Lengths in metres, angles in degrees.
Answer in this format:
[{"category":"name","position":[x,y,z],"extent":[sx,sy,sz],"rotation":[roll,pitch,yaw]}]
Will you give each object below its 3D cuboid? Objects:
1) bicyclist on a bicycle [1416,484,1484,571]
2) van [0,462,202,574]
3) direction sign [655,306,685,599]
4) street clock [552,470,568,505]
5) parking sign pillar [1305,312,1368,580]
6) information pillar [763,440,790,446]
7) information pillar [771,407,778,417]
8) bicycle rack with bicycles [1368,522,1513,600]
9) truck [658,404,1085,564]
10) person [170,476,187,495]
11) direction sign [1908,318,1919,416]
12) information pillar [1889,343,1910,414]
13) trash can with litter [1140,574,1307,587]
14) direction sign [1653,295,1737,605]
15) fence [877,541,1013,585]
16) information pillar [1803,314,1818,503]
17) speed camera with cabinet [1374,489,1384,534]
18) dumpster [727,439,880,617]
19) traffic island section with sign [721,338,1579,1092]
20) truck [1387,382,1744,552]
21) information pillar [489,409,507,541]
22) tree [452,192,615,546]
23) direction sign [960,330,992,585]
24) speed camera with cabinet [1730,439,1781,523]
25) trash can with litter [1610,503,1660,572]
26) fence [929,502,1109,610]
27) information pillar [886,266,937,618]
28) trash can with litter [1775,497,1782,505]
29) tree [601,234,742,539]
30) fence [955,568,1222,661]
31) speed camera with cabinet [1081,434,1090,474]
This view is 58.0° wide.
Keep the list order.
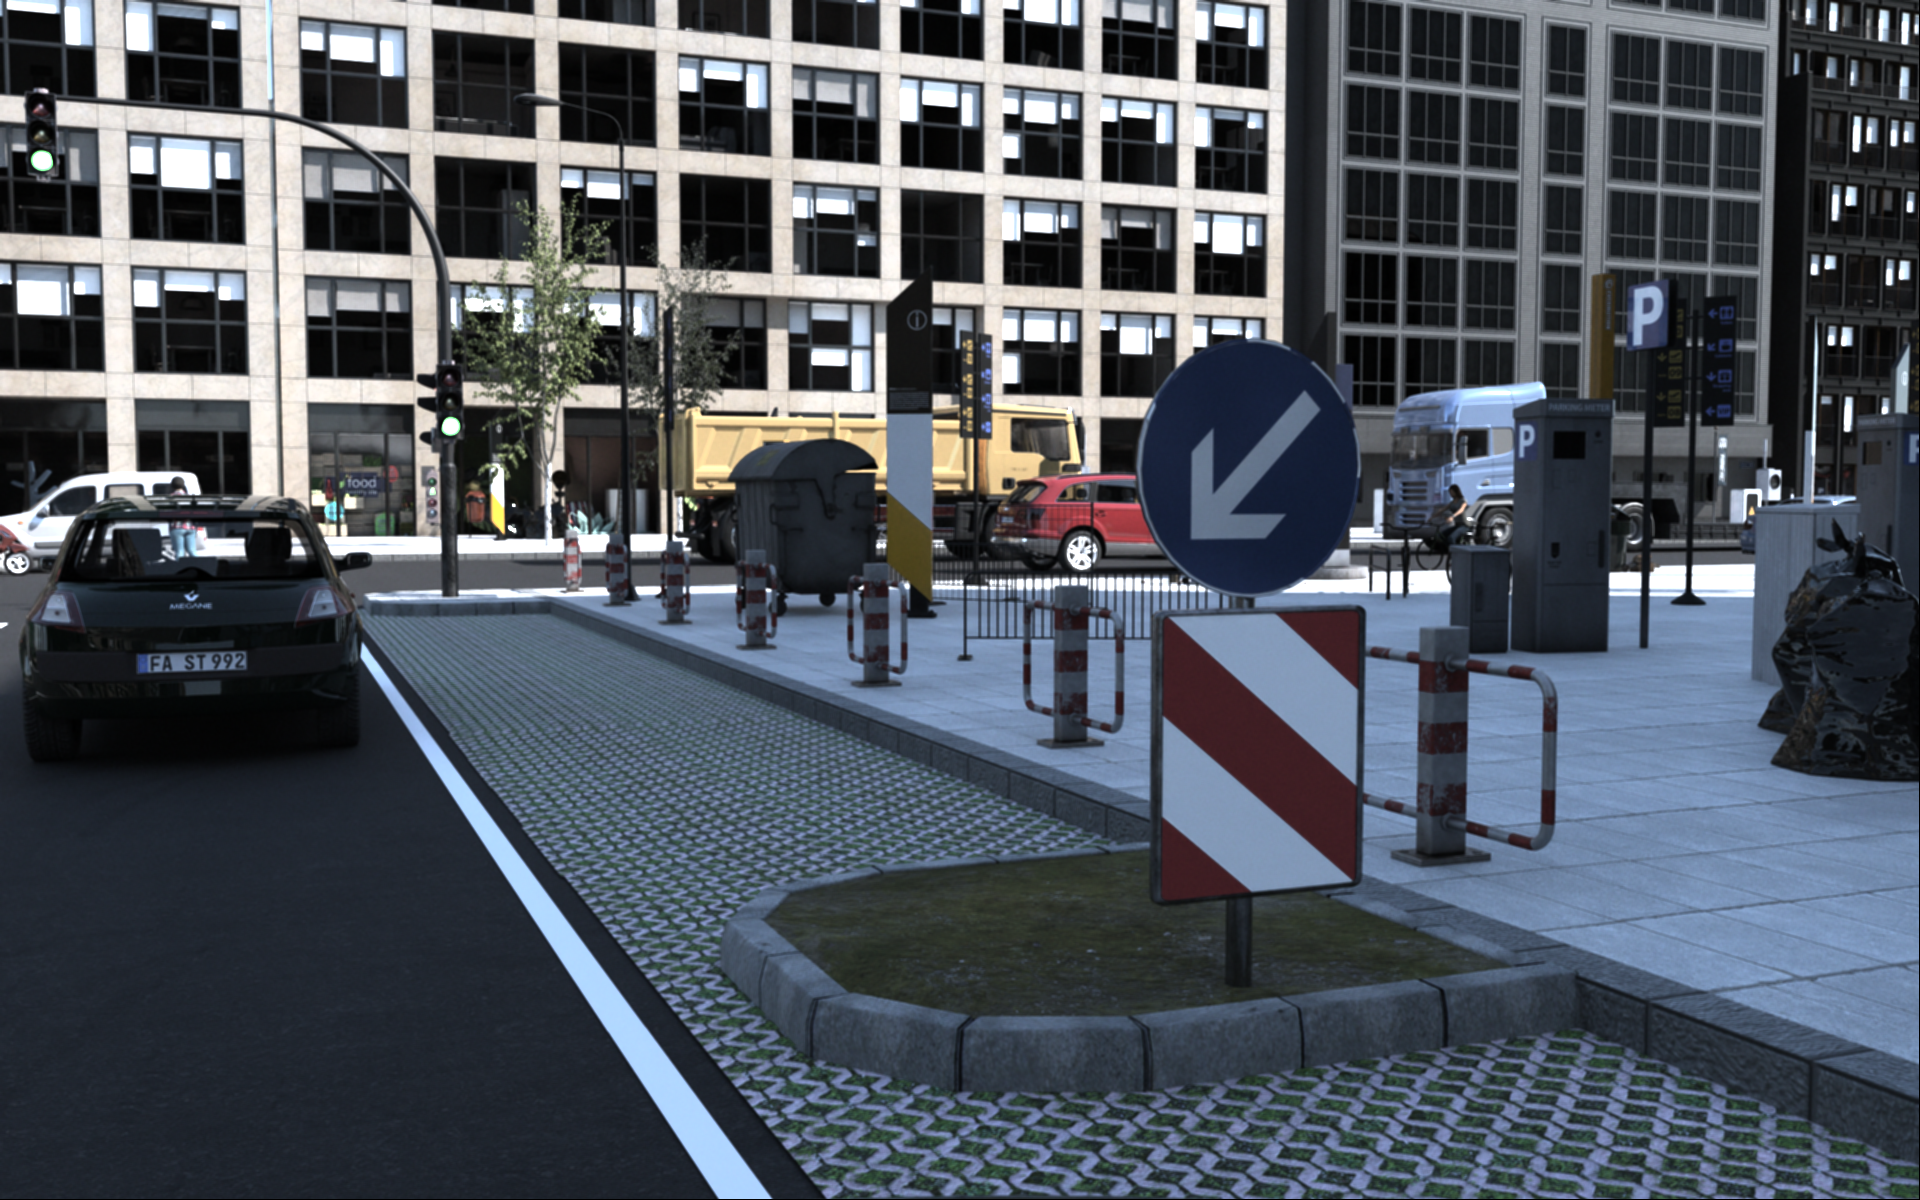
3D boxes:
[{"category":"bicyclist on a bicycle","position":[9.197,-1.367,32.376],"extent":[1.625,1.676,1.499],"rotation":[-1,4,-22]},{"category":"van","position":[-16.205,-1.540,32.184],"extent":[4.112,2.044,2.013],"rotation":[-2,4,-24]},{"category":"direction sign","position":[-3.583,-1.795,21.340],"extent":[0.379,3.537,0.876],"rotation":[-1,4,-15]},{"category":"street clock","position":[-12.127,-2.933,52.520],"extent":[0.471,2.002,0.358],"rotation":[-1,4,-17]},{"category":"parking sign pillar","position":[5.505,-2.319,26.386],"extent":[1.447,3.967,1.447],"rotation":[-1,4,-11]},{"category":"information pillar","position":[-2.519,-1.181,23.804],"extent":[0.304,2.012,0.304],"rotation":[1,4,9]},{"category":"information pillar","position":[-5.018,-3.380,46.612],"extent":[0.183,3.616,0.504],"rotation":[1,4,17]},{"category":"bicycle rack with bicycles","position":[6.324,-0.522,21.911],"extent":[2.852,0.926,2.925],"rotation":[0,4,8]},{"category":"truck","position":[-1.373,-2.523,37.176],"extent":[9.791,3.379,3.469],"rotation":[-1,4,-23]},{"category":"person","position":[-12.419,-1.122,27.688],"extent":[0.643,1.720,0.563],"rotation":[2,4,32]},{"category":"direction sign","position":[12.358,-1.847,22.190],"extent":[0.379,3.537,0.876],"rotation":[0,4,3]},{"category":"information pillar","position":[14.519,-2.170,26.826],"extent":[0.504,3.616,0.183],"rotation":[-3,5,-41]},{"category":"trash can with litter","position":[3.682,-0.834,24.691],"extent":[2.233,1.210,1.678],"rotation":[2,4,31]},{"category":"direction sign","position":[8.481,-1.717,20.063],"extent":[0.876,3.537,0.379],"rotation":[2,4,34]},{"category":"fence","position":[-0.230,-0.371,21.440],"extent":[2.069,0.683,0.278],"rotation":[2,4,29]},{"category":"information pillar","position":[11.193,-1.924,22.818],"extent":[0.183,3.616,0.504],"rotation":[2,4,30]},{"category":"speed camera with cabinet","position":[14.483,-3.813,56.673],"extent":[2.038,3.252,0.660],"rotation":[-2,4,-32]},{"category":"dumpster","position":[-1.694,-0.803,18.895],"extent":[1.264,1.857,1.865],"rotation":[-1,4,-22]},{"category":"traffic island section with sign","position":[0.365,0.215,5.113],"extent":[1.989,1.847,2.006],"rotation":[-1,4,-22]},{"category":"truck","position":[18.985,-3.348,44.495],"extent":[18.799,4.110,2.967],"rotation":[-1,4,-20]},{"category":"information pillar","position":[-12.649,-3.422,47.310],"extent":[0.183,3.616,0.504],"rotation":[2,4,24]},{"category":"tree","position":[-10.257,-5.629,42.399],"extent":[4.737,8.622,4.395],"rotation":[0,3,0]},{"category":"direction sign","position":[0.226,-1.980,24.366],"extent":[0.379,3.537,0.876],"rotation":[2,4,29]},{"category":"speed camera with cabinet","position":[28.539,-4.144,62.086],"extent":[2.038,3.252,0.660],"rotation":[-2,4,-29]},{"category":"trash can with litter","position":[10.931,-1.048,28.524],"extent":[1.055,1.170,0.624],"rotation":[0,4,-8]},{"category":"fence","position":[0.541,-0.500,19.383],"extent":[2.264,1.192,0.480],"rotation":[2,4,31]},{"category":"information pillar","position":[-0.506,-1.624,17.912],"extent":[0.504,3.616,0.183],"rotation":[1,4,9]},{"category":"trash can with litter","position":[30.797,-3.263,64.729],"extent":[0.624,1.170,1.055],"rotation":[2,4,28]},{"category":"tree","position":[-8.102,-6.063,49.489],"extent":[4.360,8.622,3.978],"rotation":[0,3,0]},{"category":"fence","position":[1.024,0.122,13.382],"extent":[2.069,0.683,0.278],"rotation":[0,4,4]},{"category":"speed camera with cabinet","position":[3.768,-3.902,58.133],"extent":[0.660,3.252,2.038],"rotation":[-1,4,-15]}]
